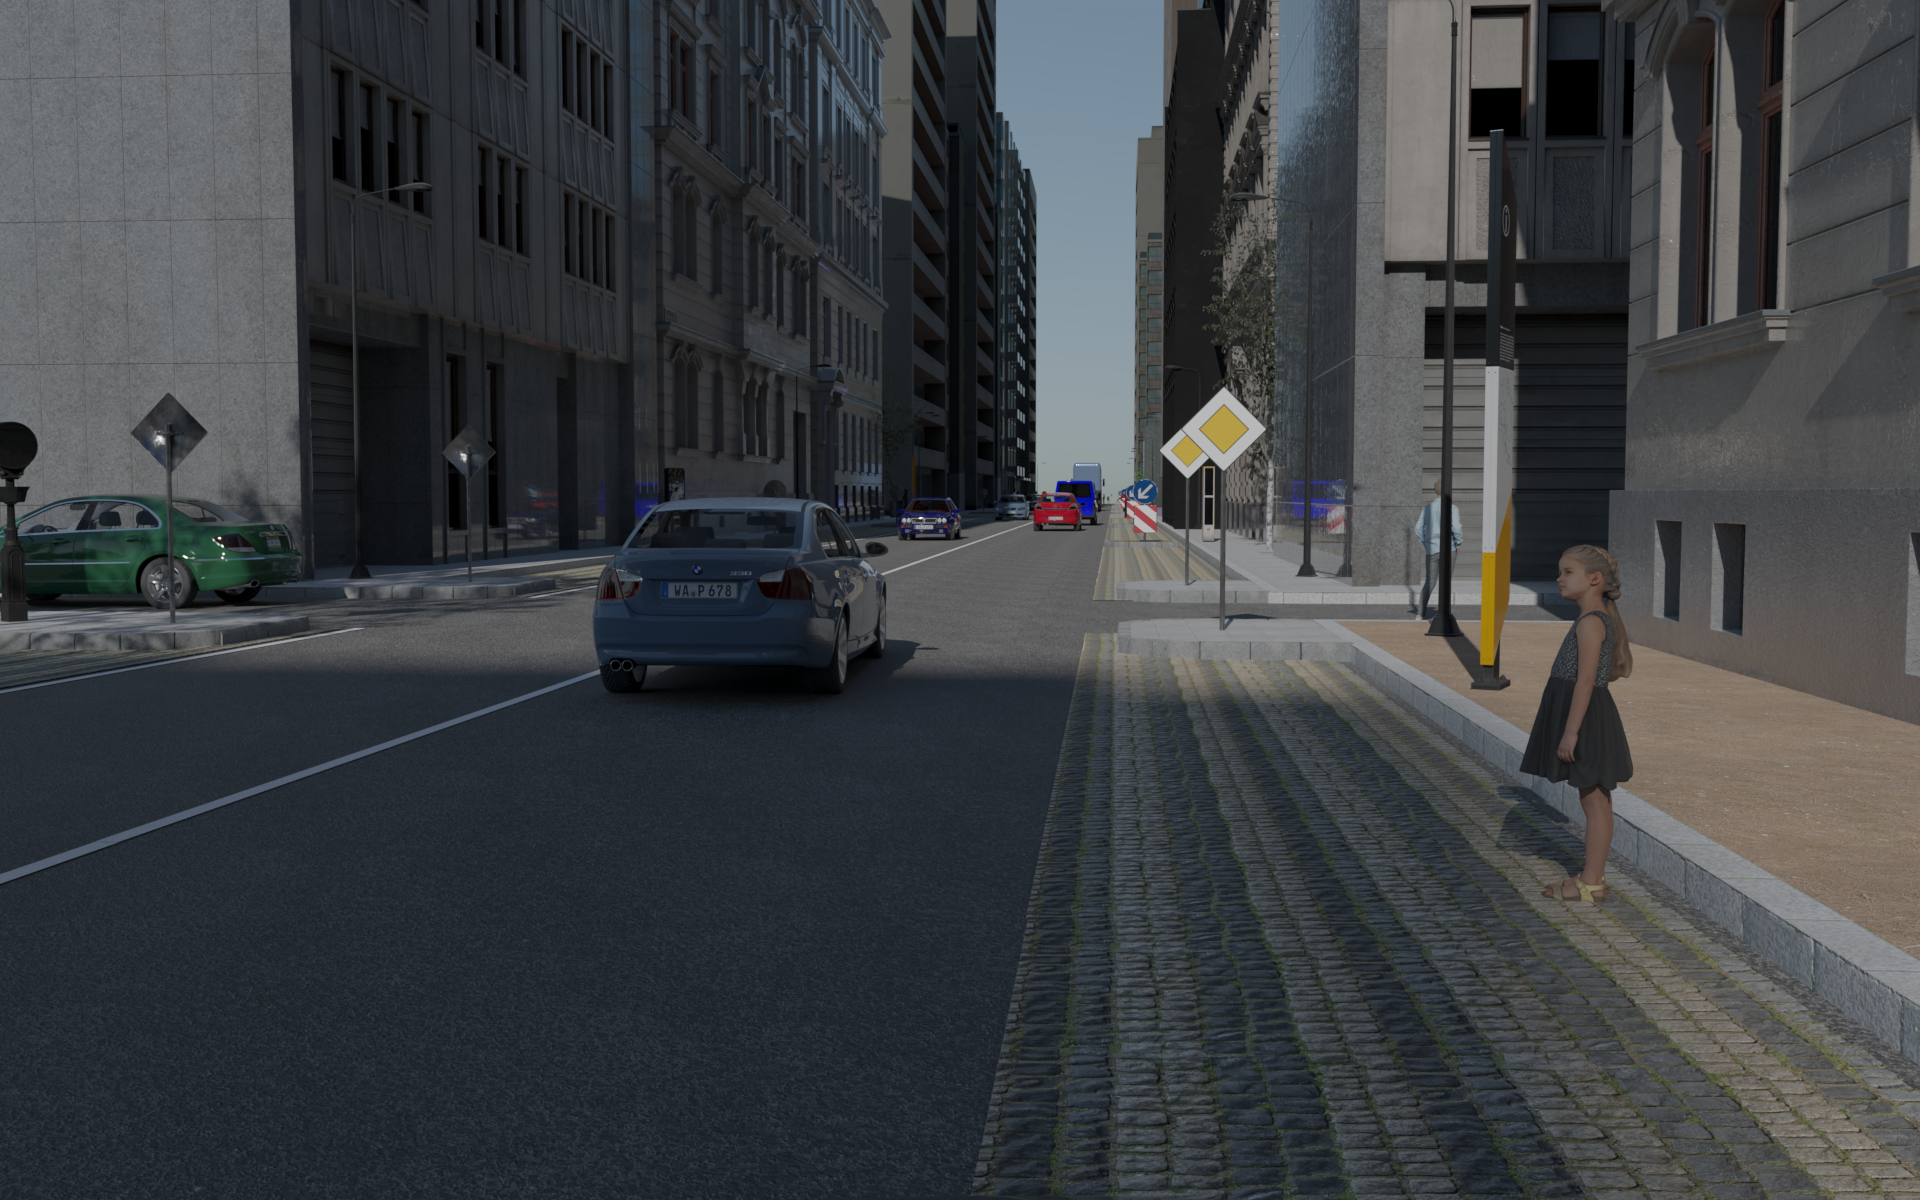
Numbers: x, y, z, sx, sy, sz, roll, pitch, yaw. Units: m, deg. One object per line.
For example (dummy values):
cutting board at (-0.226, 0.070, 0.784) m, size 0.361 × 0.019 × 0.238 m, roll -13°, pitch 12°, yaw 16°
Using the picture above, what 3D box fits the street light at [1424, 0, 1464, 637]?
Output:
street light at (3.852, -2.633, 15.585) m, size 1.470 × 5.913 × 1.316 m, roll 0°, pitch 4°, yaw 5°

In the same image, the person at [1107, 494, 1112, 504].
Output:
person at (21.850, -14.742, 252.720) m, size 0.799 × 1.438 × 0.628 m, roll -1°, pitch 4°, yaw -11°

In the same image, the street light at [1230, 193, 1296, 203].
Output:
street light at (4.859, -3.320, 26.830) m, size 1.470 × 5.913 × 1.316 m, roll 0°, pitch 4°, yaw 5°

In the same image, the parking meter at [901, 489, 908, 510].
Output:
parking meter at (-2.923, -5.052, 91.011) m, size 0.372 × 1.533 × 0.369 m, roll 0°, pitch 3°, yaw 0°

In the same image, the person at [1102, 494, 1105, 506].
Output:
person at (17.933, -12.536, 216.681) m, size 0.599 × 1.433 × 0.991 m, roll -1°, pitch 4°, yaw -18°

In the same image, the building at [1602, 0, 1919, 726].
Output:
building at (11.050, -13.199, 3.189) m, size 14.401 × 28.519 × 23.554 m, roll 0°, pitch 4°, yaw 5°

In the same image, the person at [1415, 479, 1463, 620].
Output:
person at (5.270, -0.530, 18.972) m, size 0.330 × 1.601 × 0.589 m, roll -2°, pitch 4°, yaw -34°

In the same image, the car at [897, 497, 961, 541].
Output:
car at (-0.943, -2.568, 54.570) m, size 1.945 × 1.354 × 3.894 m, roll 0°, pitch 4°, yaw 5°

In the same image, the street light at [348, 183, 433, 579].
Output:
street light at (-8.563, -3.273, 26.060) m, size 1.470 × 5.913 × 1.316 m, roll 0°, pitch 4°, yaw 5°

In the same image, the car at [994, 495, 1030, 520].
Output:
car at (2.891, -5.106, 95.481) m, size 2.014 × 1.417 × 4.499 m, roll 0°, pitch 4°, yaw 5°

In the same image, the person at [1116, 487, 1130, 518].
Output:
person at (10.046, -5.841, 103.936) m, size 1.348 × 1.831 × 0.705 m, roll 0°, pitch 4°, yaw -4°

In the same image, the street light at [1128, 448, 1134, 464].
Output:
street light at (18.999, -13.036, 185.683) m, size 1.470 × 5.913 × 1.316 m, roll 0°, pitch 4°, yaw 5°

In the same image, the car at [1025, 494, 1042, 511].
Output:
car at (5.734, -7.525, 132.815) m, size 2.009 × 1.686 × 4.222 m, roll 0°, pitch 4°, yaw 4°

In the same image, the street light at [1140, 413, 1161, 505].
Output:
street light at (11.651, -7.985, 103.103) m, size 1.470 × 5.913 × 1.316 m, roll 0°, pitch 4°, yaw 5°

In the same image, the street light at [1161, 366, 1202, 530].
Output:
street light at (8.117, -5.512, 62.666) m, size 1.470 × 5.913 × 1.316 m, roll 0°, pitch 4°, yaw 5°

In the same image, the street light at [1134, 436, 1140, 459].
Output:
street light at (14.907, -10.177, 138.939) m, size 1.470 × 5.913 × 1.316 m, roll 0°, pitch 4°, yaw 5°

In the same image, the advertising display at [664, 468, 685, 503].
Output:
advertising display at (-7.019, -2.289, 42.640) m, size 0.123 × 1.923 × 0.974 m, roll 1°, pitch 4°, yaw 15°

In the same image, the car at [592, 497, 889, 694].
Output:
car at (-1.620, -0.106, 13.737) m, size 2.014 × 1.417 × 4.499 m, roll 0°, pitch 4°, yaw 3°

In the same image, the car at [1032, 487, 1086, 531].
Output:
car at (3.857, -3.609, 68.053) m, size 2.155 × 1.783 × 4.494 m, roll 0°, pitch 4°, yaw 6°

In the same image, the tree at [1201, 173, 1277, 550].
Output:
tree at (7.303, -5.459, 39.610) m, size 4.360 × 8.622 × 3.978 m, roll 0°, pitch 3°, yaw 0°

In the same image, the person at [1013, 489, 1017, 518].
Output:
person at (3.301, -5.658, 101.716) m, size 0.721 × 1.736 × 1.217 m, roll 0°, pitch 4°, yaw 1°

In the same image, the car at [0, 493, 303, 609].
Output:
car at (-11.121, -0.657, 22.542) m, size 4.920 × 1.459 × 2.131 m, roll 0°, pitch 4°, yaw 7°

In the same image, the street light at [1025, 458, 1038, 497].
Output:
street light at (8.862, -15.146, 220.170) m, size 1.470 × 5.913 × 1.316 m, roll 0°, pitch 4°, yaw 5°

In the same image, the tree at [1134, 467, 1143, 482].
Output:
tree at (19.874, -12.116, 181.811) m, size 4.285 × 4.588 × 4.351 m, roll 0°, pitch 3°, yaw 0°

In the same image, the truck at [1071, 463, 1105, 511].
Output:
truck at (10.319, -9.374, 143.027) m, size 2.967 × 4.110 × 18.799 m, roll 0°, pitch 4°, yaw 6°

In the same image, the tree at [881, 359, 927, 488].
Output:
tree at (-4.108, -8.714, 92.842) m, size 4.360 × 8.622 × 3.978 m, roll 0°, pitch 3°, yaw 0°

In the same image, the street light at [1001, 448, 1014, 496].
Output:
street light at (4.683, -12.333, 174.188) m, size 1.470 × 5.913 × 1.316 m, roll 0°, pitch 4°, yaw 5°

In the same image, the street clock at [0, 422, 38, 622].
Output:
street clock at (-9.532, -0.785, 17.401) m, size 0.358 × 2.002 × 0.471 m, roll 3°, pitch 5°, yaw 39°

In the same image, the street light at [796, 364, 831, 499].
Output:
street light at (-5.293, -5.468, 61.935) m, size 1.470 × 5.913 × 1.316 m, roll 0°, pitch 4°, yaw 5°

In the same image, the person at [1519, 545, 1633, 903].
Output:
person at (2.171, 0.433, 6.090) m, size 0.373 × 1.253 × 0.362 m, roll 2°, pitch 4°, yaw 25°

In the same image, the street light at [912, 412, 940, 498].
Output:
street light at (-1.863, -7.878, 101.348) m, size 1.470 × 5.913 × 1.316 m, roll 0°, pitch 4°, yaw 5°

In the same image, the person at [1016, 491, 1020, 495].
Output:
person at (5.195, -8.861, 154.063) m, size 1.217 × 1.739 × 0.721 m, roll -2°, pitch 4°, yaw -29°

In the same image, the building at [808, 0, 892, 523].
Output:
building at (-10.955, -17.926, 79.001) m, size 13.634 × 28.700 × 20.117 m, roll 0°, pitch 4°, yaw 5°

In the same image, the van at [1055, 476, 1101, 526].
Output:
van at (5.392, -4.639, 80.239) m, size 2.240 × 2.365 × 5.245 m, roll 0°, pitch 4°, yaw 6°

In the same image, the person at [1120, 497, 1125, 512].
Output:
person at (12.524, -7.579, 132.373) m, size 0.705 × 1.831 × 1.348 m, roll 0°, pitch 4°, yaw -8°
